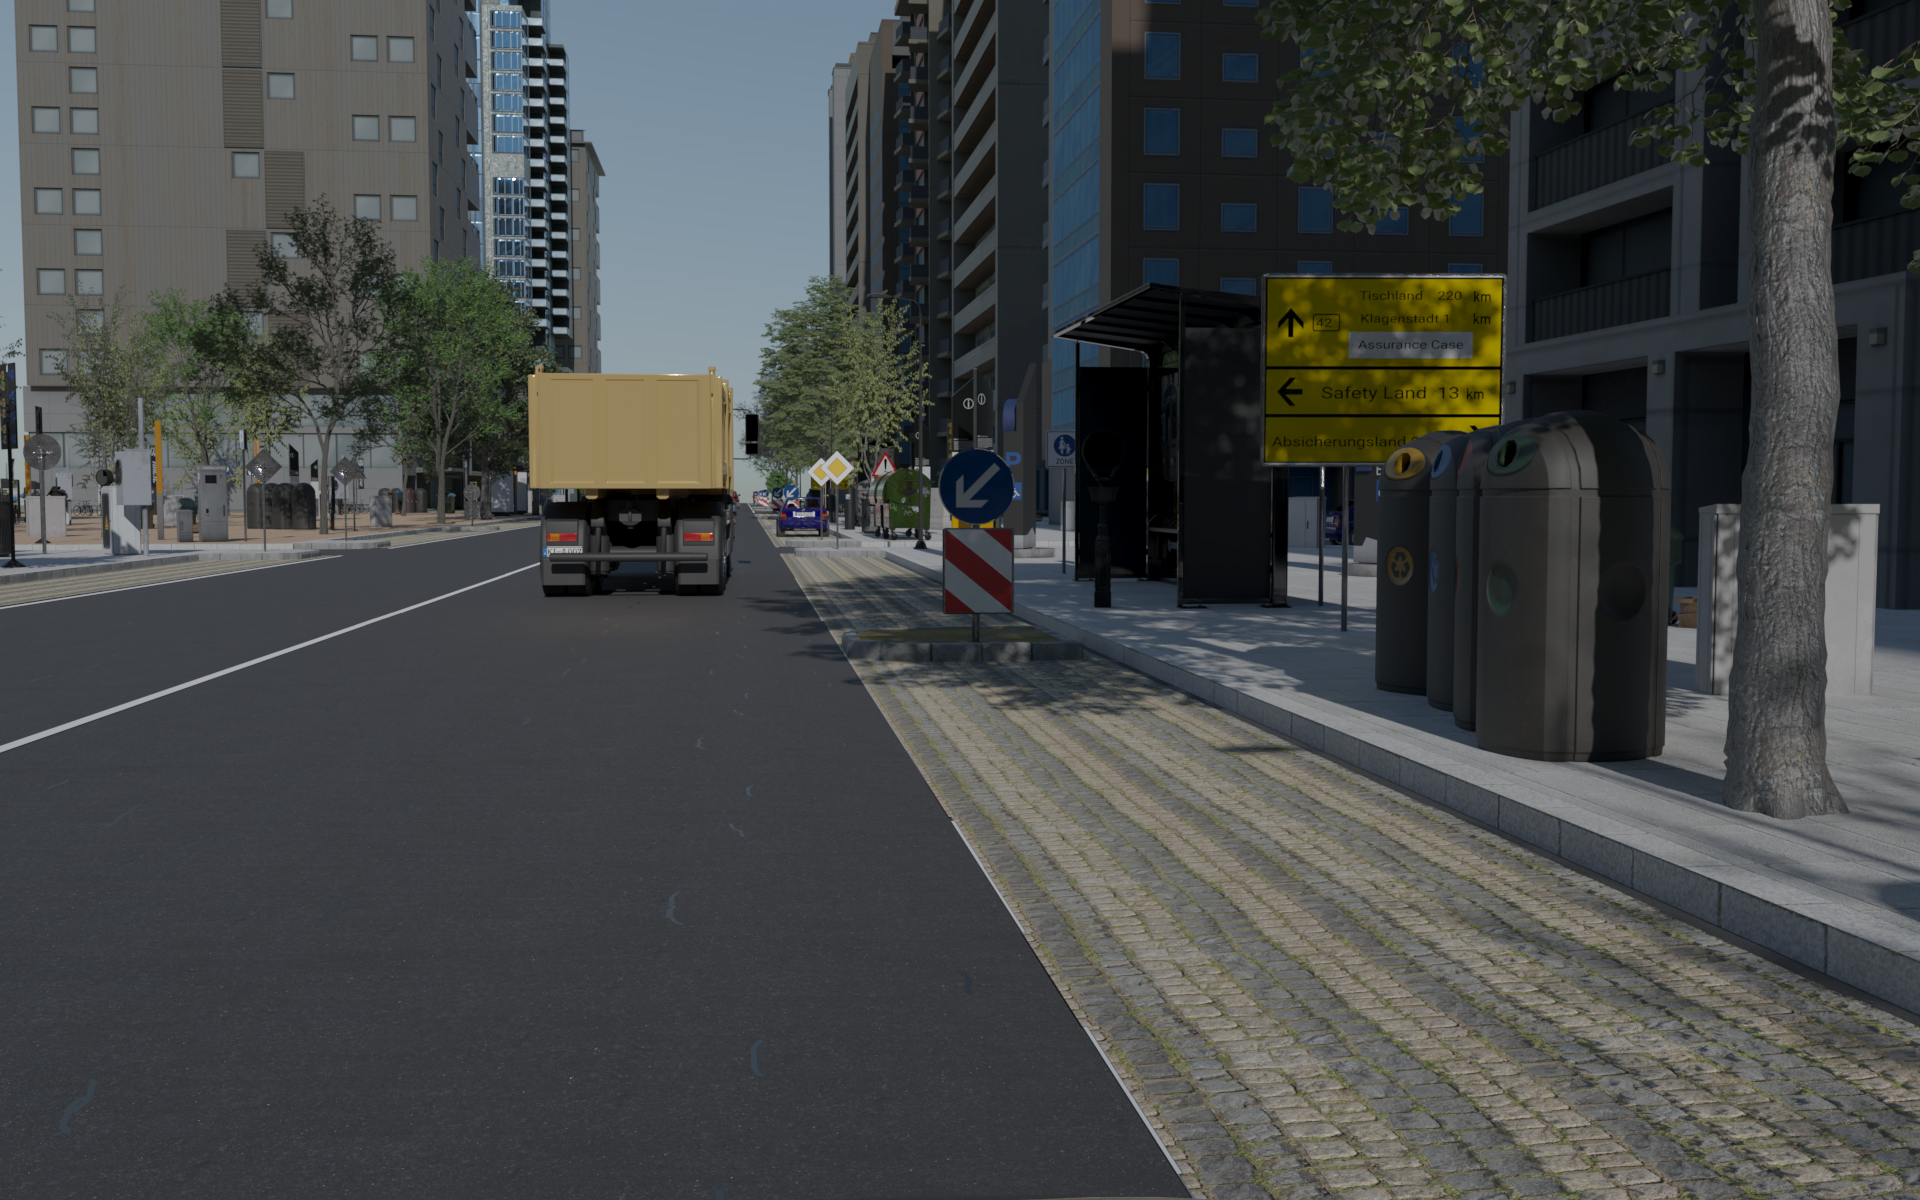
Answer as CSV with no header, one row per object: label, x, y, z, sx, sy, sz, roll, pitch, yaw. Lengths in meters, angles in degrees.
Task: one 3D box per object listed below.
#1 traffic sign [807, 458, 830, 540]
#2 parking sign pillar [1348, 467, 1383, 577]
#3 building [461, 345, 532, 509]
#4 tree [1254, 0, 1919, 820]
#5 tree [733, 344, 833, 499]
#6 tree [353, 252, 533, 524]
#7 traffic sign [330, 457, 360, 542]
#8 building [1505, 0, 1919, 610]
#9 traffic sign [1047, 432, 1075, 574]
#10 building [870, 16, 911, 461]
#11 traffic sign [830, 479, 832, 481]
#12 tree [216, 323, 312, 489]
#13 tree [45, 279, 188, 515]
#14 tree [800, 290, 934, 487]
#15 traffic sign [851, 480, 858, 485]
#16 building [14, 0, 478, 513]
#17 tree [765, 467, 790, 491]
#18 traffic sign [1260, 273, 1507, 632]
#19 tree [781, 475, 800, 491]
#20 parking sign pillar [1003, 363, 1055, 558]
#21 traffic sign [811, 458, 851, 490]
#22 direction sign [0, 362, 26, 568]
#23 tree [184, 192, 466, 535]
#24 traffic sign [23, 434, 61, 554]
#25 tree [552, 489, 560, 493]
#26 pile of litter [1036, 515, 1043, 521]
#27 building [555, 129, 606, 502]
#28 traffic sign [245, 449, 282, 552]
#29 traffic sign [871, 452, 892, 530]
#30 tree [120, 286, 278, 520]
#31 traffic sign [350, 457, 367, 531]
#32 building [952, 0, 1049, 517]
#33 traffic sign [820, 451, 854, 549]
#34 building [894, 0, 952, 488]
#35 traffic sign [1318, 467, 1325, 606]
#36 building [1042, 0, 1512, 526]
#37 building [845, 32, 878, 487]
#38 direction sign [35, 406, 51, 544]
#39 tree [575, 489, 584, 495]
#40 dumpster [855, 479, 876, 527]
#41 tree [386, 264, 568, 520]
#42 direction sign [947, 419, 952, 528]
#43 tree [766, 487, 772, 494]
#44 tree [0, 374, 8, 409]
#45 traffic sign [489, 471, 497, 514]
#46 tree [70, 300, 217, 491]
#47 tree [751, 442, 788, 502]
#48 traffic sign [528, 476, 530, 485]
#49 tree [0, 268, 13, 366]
traffic sign,-3.844,-2.716,48.048,0.795,2.450,0.064,0,4,-7
parking sign pillar,6.808,-2.366,27.162,1.447,3.967,1.447,-2,4,-32
building,-55.299,-19.252,159.817,27.650,21.520,28.899,0,4,-7
tree,2.955,-5.428,6.868,7.486,12.596,7.792,0,3,0
tree,-13.377,-14.072,140.441,12.009,13.543,11.850,0,3,0
tree,-22.380,-9.103,74.596,9.928,11.665,9.643,0,3,0
traffic sign,-16.491,-2.620,46.478,0.795,2.450,0.064,0,4,-7
building,19.910,-35.751,22.775,20.563,71.187,20.611,0,4,-7
traffic sign,1.674,-1.571,27.812,0.606,2.300,0.079,0,4,-5
building,-0.973,-31.342,162.557,14.600,45.320,14.200,0,4,-7
traffic sign,-5.326,-4.563,74.708,0.768,2.556,0.104,0,4,-7
tree,-30.398,-7.636,75.205,4.737,8.622,4.395,0,3,0
tree,-29.459,-6.717,60.191,4.360,8.622,3.978,0,3,0
tree,-3.136,-6.923,63.546,4.737,8.622,4.395,0,3,0
traffic sign,-6.274,-6.057,99.041,0.884,2.594,0.081,0,4,-2
building,-51.697,-33.132,130.950,28.713,52.752,27.495,0,4,-7
tree,-21.783,-13.683,207.435,4.285,4.588,4.351,0,3,0
traffic sign,3.908,-1.358,16.069,2.265,3.308,0.079,0,4,-1
tree,-19.522,-12.331,196.213,1.663,3.219,1.824,0,3,0
parking sign pillar,1.217,-2.857,35.184,1.447,3.967,1.447,1,4,14
traffic sign,-7.360,-6.402,98.550,2.265,3.308,0.079,0,4,-5
direction sign,-16.547,-2.335,30.171,0.379,3.537,0.876,-3,5,-44
tree,-20.199,-7.338,54.383,8.767,10.594,7.601,0,4,-7
traffic sign,-19.475,-2.242,36.770,0.768,2.556,0.104,0,4,-7
tree,-27.383,-7.450,116.410,1.663,3.219,1.824,0,3,0
pile of litter,3.348,-4.093,80.893,1.719,0.858,1.176,-1,4,-20
building,-66.819,-40.556,252.323,28.713,52.752,27.495,0,4,-7
traffic sign,-15.492,-2.135,38.556,0.795,2.450,0.064,0,4,-7
traffic sign,-2.281,-3.250,53.140,0.884,2.594,0.081,0,4,1
tree,-38.183,-9.890,87.450,9.928,11.665,9.643,0,3,0
traffic sign,-21.071,-3.682,60.208,0.884,2.594,0.081,0,4,1
building,11.339,-29.563,107.056,21.300,48.544,21.600,0,4,-7
traffic sign,-2.845,-2.231,40.125,0.795,2.450,0.064,0,4,-7
building,6.160,-29.797,141.807,22.147,44.769,28.867,0,4,-7
traffic sign,4.127,-1.078,19.749,0.606,2.300,0.079,0,4,-4
building,11.261,-25.389,65.227,14.200,45.320,14.600,0,4,-7
building,-0.600,-34.059,180.561,21.300,48.544,21.600,0,4,-7
direction sign,-23.826,-3.235,44.883,0.379,3.537,0.876,-1,4,-19
tree,-30.992,-9.078,143.021,1.663,3.219,1.824,0,3,0
dumpster,-3.518,-3.818,68.184,1.264,1.857,1.865,0,4,-7
tree,-23.767,-10.384,86.787,9.611,12.733,9.660,0,3,0
direction sign,-0.225,-3.701,52.500,0.379,3.537,0.876,1,4,20
tree,-27.135,-15.566,249.108,1.663,3.219,1.824,0,3,0
tree,-16.660,-2.649,27.025,4.285,4.588,4.351,0,3,0
traffic sign,-25.910,-5.838,95.563,0.768,2.556,0.104,0,4,-6
tree,-32.195,-7.114,66.676,4.737,8.622,4.395,0,3,0
tree,-29.488,-21.257,273.302,9.928,11.665,9.643,0,3,0
traffic sign,-28.004,-6.939,113.565,0.768,2.556,0.104,0,4,2
tree,-30.623,-6.241,52.409,4.360,8.622,3.978,0,3,0
